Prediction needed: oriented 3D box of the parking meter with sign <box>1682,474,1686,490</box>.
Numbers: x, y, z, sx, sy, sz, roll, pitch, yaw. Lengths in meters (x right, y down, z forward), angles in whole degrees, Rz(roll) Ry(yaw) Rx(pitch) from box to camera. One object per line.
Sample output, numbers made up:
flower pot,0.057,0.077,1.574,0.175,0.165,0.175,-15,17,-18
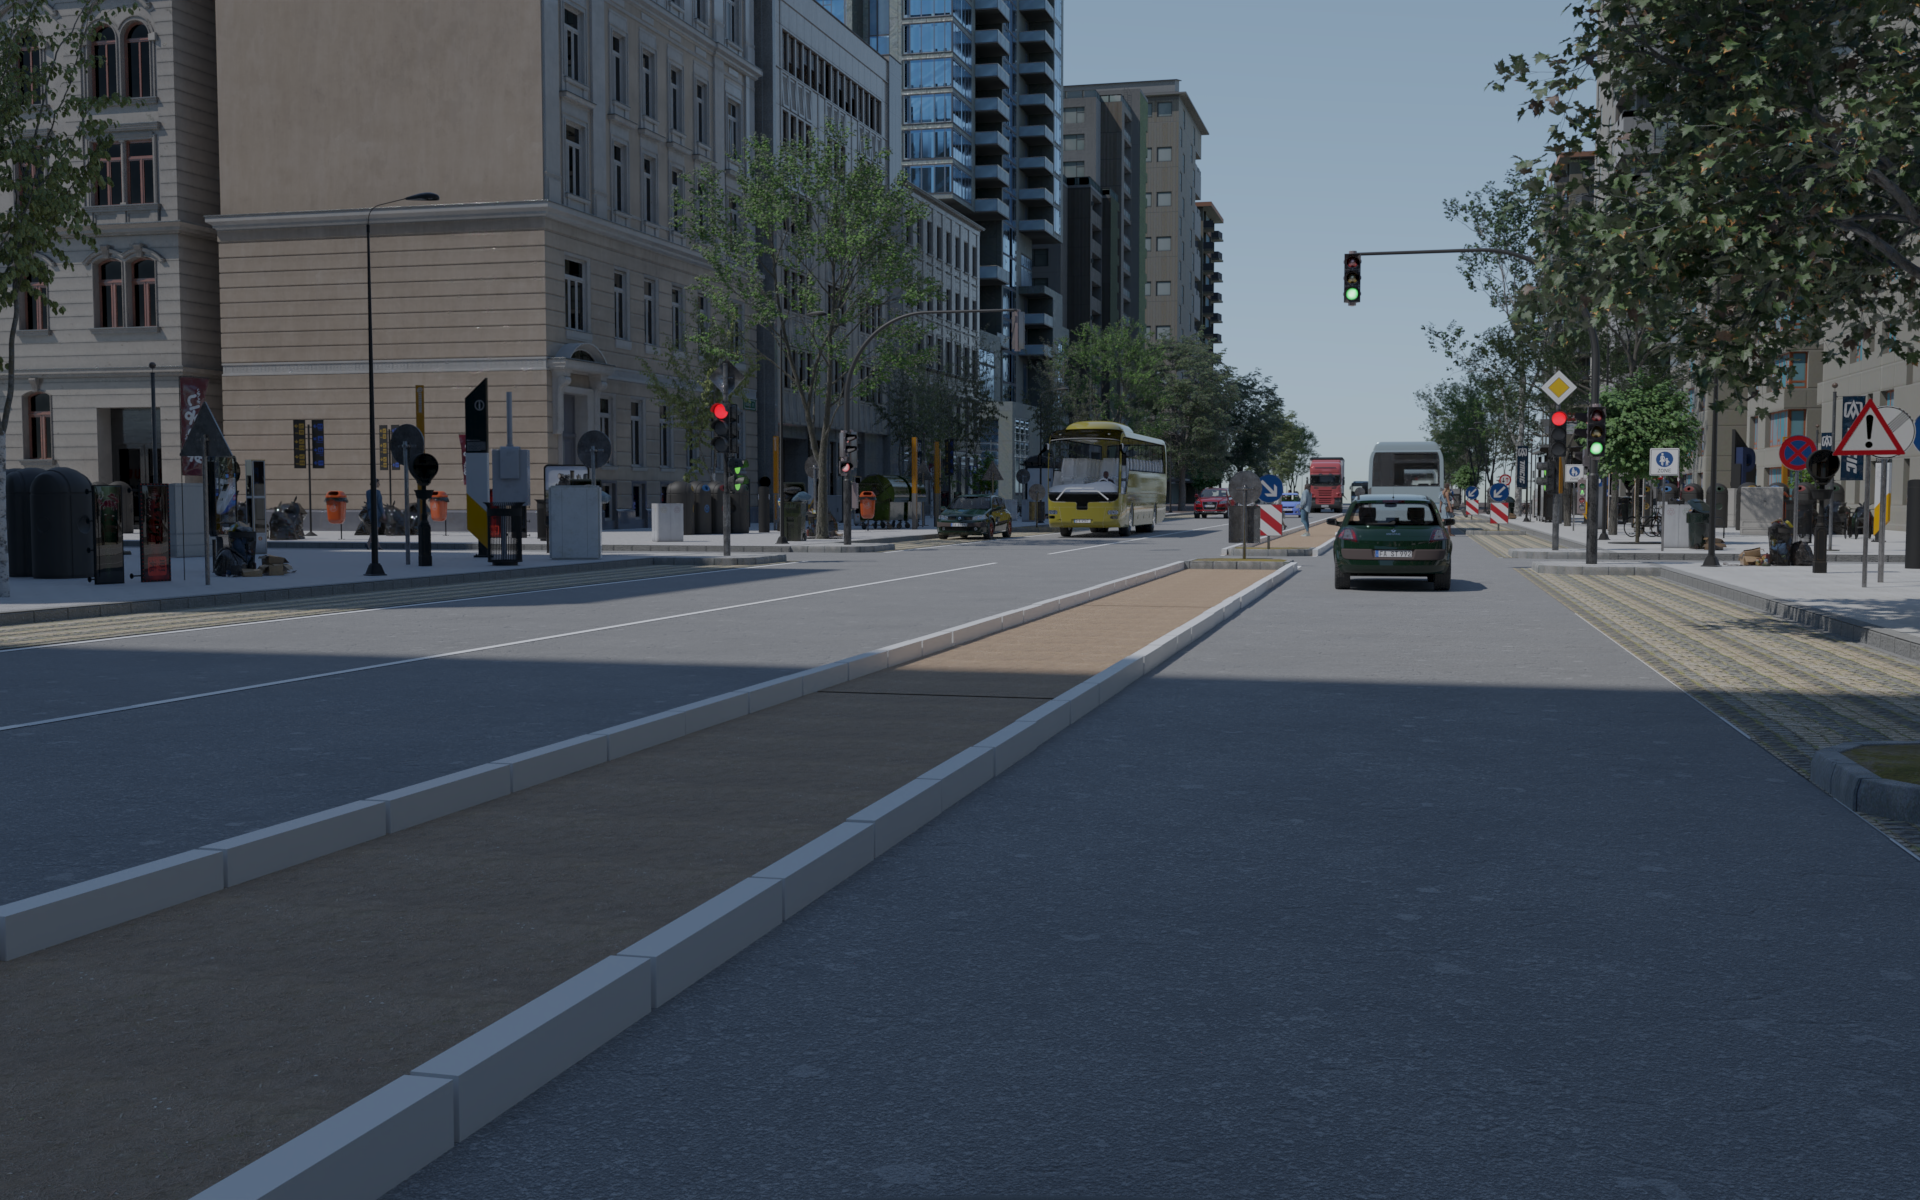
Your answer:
parking meter with sign,45.038,-6.796,107.382,0.543,3.016,1.738,3,4,36

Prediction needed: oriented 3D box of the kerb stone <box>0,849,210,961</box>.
kerb stone,-2.836,1.007,5.769,0.120,0.150,1.000,1,4,14

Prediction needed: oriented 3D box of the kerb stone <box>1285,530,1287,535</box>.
kerb stone,10.944,-2.247,58.936,0.120,0.150,1.000,1,4,14

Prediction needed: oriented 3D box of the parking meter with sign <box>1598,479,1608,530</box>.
parking meter with sign,23.228,-4.074,62.867,0.543,3.016,1.738,2,4,31

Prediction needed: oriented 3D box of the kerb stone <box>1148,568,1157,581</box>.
kerb stone,3.090,-0.391,28.627,0.120,0.150,1.000,1,4,14

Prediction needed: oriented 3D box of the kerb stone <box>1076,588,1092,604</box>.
kerb stone,1.541,-0.022,22.662,0.120,0.150,1.000,1,4,14

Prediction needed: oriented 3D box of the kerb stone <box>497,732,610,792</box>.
kerb stone,-2.063,0.822,8.750,0.120,0.150,1.000,1,4,14

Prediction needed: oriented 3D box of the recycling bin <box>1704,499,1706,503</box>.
recycling bin,38.516,-4.674,88.968,0.722,1.027,0.722,-1,4,-19

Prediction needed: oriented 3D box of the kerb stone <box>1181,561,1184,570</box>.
kerb stone,4.116,-0.637,32.603,0.120,0.150,1.000,1,4,14

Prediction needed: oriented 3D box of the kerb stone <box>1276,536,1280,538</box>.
kerb stone,10.165,-2.064,55.946,0.120,0.150,1.000,1,4,14

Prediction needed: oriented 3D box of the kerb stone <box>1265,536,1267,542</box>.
kerb stone,8.884,-1.761,50.980,0.120,0.150,1.000,1,4,14

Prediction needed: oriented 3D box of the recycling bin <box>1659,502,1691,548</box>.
recycling bin,17.136,-1.757,41.277,0.722,1.027,0.722,1,4,23

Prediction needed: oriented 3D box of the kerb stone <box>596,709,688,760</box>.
kerb stone,-1.803,0.762,9.739,0.120,0.150,1.000,1,4,14

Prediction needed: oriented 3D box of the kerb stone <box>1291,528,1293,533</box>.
kerb stone,11.721,-2.426,61.902,0.120,0.150,1.000,1,4,14

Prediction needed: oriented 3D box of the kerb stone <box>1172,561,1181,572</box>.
kerb stone,3.860,-0.576,31.611,0.120,0.150,1.000,1,4,14

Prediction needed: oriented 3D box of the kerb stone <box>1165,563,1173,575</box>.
kerb stone,3.603,-0.511,30.617,0.120,0.150,1.000,1,4,14

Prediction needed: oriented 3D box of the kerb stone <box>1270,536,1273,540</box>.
kerb stone,9.394,-1.882,52.963,0.120,0.150,1.000,1,4,14

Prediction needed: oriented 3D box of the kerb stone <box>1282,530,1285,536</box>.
kerb stone,10.689,-2.184,57.936,0.120,0.150,1.000,1,4,14

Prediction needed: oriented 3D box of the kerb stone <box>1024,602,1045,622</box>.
kerb stone,0.777,0.159,19.684,0.120,0.150,1.000,1,4,14

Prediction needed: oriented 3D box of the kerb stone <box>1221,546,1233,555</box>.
kerb stone,6.313,-1.151,41.074,0.120,0.150,1.000,1,4,14

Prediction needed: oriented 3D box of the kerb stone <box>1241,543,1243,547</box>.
kerb stone,7.083,-1.337,44.048,0.120,0.150,1.000,1,4,14

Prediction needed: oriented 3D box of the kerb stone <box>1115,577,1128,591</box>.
kerb stone,2.315,-0.211,25.647,0.120,0.150,1.000,1,4,14

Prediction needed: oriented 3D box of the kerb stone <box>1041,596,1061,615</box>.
kerb stone,1.023,0.093,20.676,0.120,0.150,1.000,1,4,14

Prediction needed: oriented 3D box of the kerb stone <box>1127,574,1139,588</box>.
kerb stone,2.577,-0.272,26.647,0.120,0.150,1.000,1,4,14

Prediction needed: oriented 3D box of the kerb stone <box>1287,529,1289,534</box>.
kerb stone,11.191,-2.308,59.927,0.120,0.150,1.000,1,4,14

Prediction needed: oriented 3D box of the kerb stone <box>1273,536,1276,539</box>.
kerb stone,9.656,-1.943,53.959,0.120,0.150,1.000,1,4,14

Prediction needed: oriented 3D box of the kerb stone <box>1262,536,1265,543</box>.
kerb stone,8.627,-1.700,49.985,0.120,0.150,1.000,1,4,14

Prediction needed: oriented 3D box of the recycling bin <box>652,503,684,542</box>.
recycling bin,-7.879,-2.086,46.663,0.722,1.027,0.722,-1,4,-22

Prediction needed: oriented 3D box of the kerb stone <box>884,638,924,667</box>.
kerb stone,-0.520,0.458,14.699,0.120,0.150,1.000,1,4,14

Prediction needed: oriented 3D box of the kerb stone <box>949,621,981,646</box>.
kerb stone,0.004,0.336,16.703,0.120,0.150,1.000,1,4,14

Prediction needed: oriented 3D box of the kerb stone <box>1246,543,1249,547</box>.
kerb stone,7.335,-1.396,45.038,0.120,0.150,1.000,1,4,14

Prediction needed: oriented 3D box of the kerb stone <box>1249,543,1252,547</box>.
kerb stone,7.599,-1.458,46.027,0.120,0.150,1.000,1,4,14

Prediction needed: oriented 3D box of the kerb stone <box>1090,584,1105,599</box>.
kerb stone,1.802,-0.085,23.660,0.120,0.150,1.000,1,4,14

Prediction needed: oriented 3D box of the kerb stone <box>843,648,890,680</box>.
kerb stone,-0.779,0.520,13.710,0.120,0.150,1.000,1,4,14

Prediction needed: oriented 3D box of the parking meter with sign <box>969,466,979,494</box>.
parking meter with sign,1.271,-6.777,107.056,0.543,3.016,1.738,-2,4,-34

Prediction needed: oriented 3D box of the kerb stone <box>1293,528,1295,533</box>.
kerb stone,11.970,-2.487,62.893,0.120,0.150,1.000,1,4,14

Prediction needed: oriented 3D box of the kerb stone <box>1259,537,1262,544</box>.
kerb stone,8.368,-1.639,48.996,0.120,0.150,1.000,1,4,14

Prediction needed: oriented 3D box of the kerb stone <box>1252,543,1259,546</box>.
kerb stone,8.114,-1.579,48.006,0.120,0.150,1.000,1,4,14

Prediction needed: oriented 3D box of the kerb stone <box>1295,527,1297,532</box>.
kerb stone,12.232,-2.547,63.881,0.120,0.150,1.000,1,4,14

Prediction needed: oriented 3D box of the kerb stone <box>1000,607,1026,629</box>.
kerb stone,0.517,0.214,18.694,0.120,0.150,1.000,1,4,14

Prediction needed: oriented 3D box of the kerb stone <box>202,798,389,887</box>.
kerb stone,-2.580,0.944,6.759,0.120,0.150,1.000,1,4,14

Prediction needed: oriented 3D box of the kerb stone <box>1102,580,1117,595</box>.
kerb stone,2.055,-0.150,24.650,0.120,0.150,1.000,1,4,14

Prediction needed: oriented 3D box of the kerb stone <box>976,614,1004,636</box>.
kerb stone,0.254,0.277,17.702,0.120,0.150,1.000,1,4,14

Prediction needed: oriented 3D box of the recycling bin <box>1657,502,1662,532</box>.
recycling bin,23.648,-2.747,57.465,0.722,1.027,0.722,-1,4,-22

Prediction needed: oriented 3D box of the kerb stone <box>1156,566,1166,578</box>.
kerb stone,3.355,-0.454,29.624,0.120,0.150,1.000,1,4,14

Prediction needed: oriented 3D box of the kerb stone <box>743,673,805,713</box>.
kerb stone,-1.295,0.640,11.727,0.120,0.150,1.000,1,4,14

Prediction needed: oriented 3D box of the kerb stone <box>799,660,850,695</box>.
kerb stone,-1.038,0.582,12.719,0.120,0.150,1.000,1,4,14

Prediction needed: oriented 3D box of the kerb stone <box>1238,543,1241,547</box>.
kerb stone,6.825,-1.276,43.054,0.120,0.150,1.000,1,4,14

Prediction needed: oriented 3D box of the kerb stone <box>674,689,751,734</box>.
kerb stone,-1.553,0.701,10.731,0.120,0.150,1.000,1,4,14

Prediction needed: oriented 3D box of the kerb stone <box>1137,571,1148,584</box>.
kerb stone,2.834,-0.333,27.637,0.120,0.150,1.000,1,4,14

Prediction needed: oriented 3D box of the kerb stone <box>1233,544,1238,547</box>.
kerb stone,6.571,-1.215,42.063,0.120,0.150,1.000,1,4,14

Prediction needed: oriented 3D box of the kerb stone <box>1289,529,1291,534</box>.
kerb stone,11.455,-2.366,60.915,0.120,0.150,1.000,1,4,14

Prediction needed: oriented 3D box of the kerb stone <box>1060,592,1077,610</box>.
kerb stone,1.286,0.035,21.666,0.120,0.150,1.000,1,4,14

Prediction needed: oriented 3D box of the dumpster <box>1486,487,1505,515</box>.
dumpster,33.418,-6.241,107.794,1.264,1.857,1.865,1,4,14

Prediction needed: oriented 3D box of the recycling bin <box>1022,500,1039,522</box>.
recycling bin,3.344,-4.148,80.376,0.722,1.027,0.722,3,4,39

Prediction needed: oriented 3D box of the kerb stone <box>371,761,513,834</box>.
kerb stone,-2.318,0.883,7.752,0.120,0.150,1.000,1,4,14

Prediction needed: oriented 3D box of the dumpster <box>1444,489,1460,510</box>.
dumpster,39.061,-7.970,138.532,1.865,1.857,1.264,1,4,16

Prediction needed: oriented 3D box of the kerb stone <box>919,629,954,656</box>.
kerb stone,-0.259,0.399,15.692,0.120,0.150,1.000,1,4,14

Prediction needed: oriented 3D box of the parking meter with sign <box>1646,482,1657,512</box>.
parking meter with sign,42.445,-6.816,107.699,1.738,3.016,0.543,2,4,25
